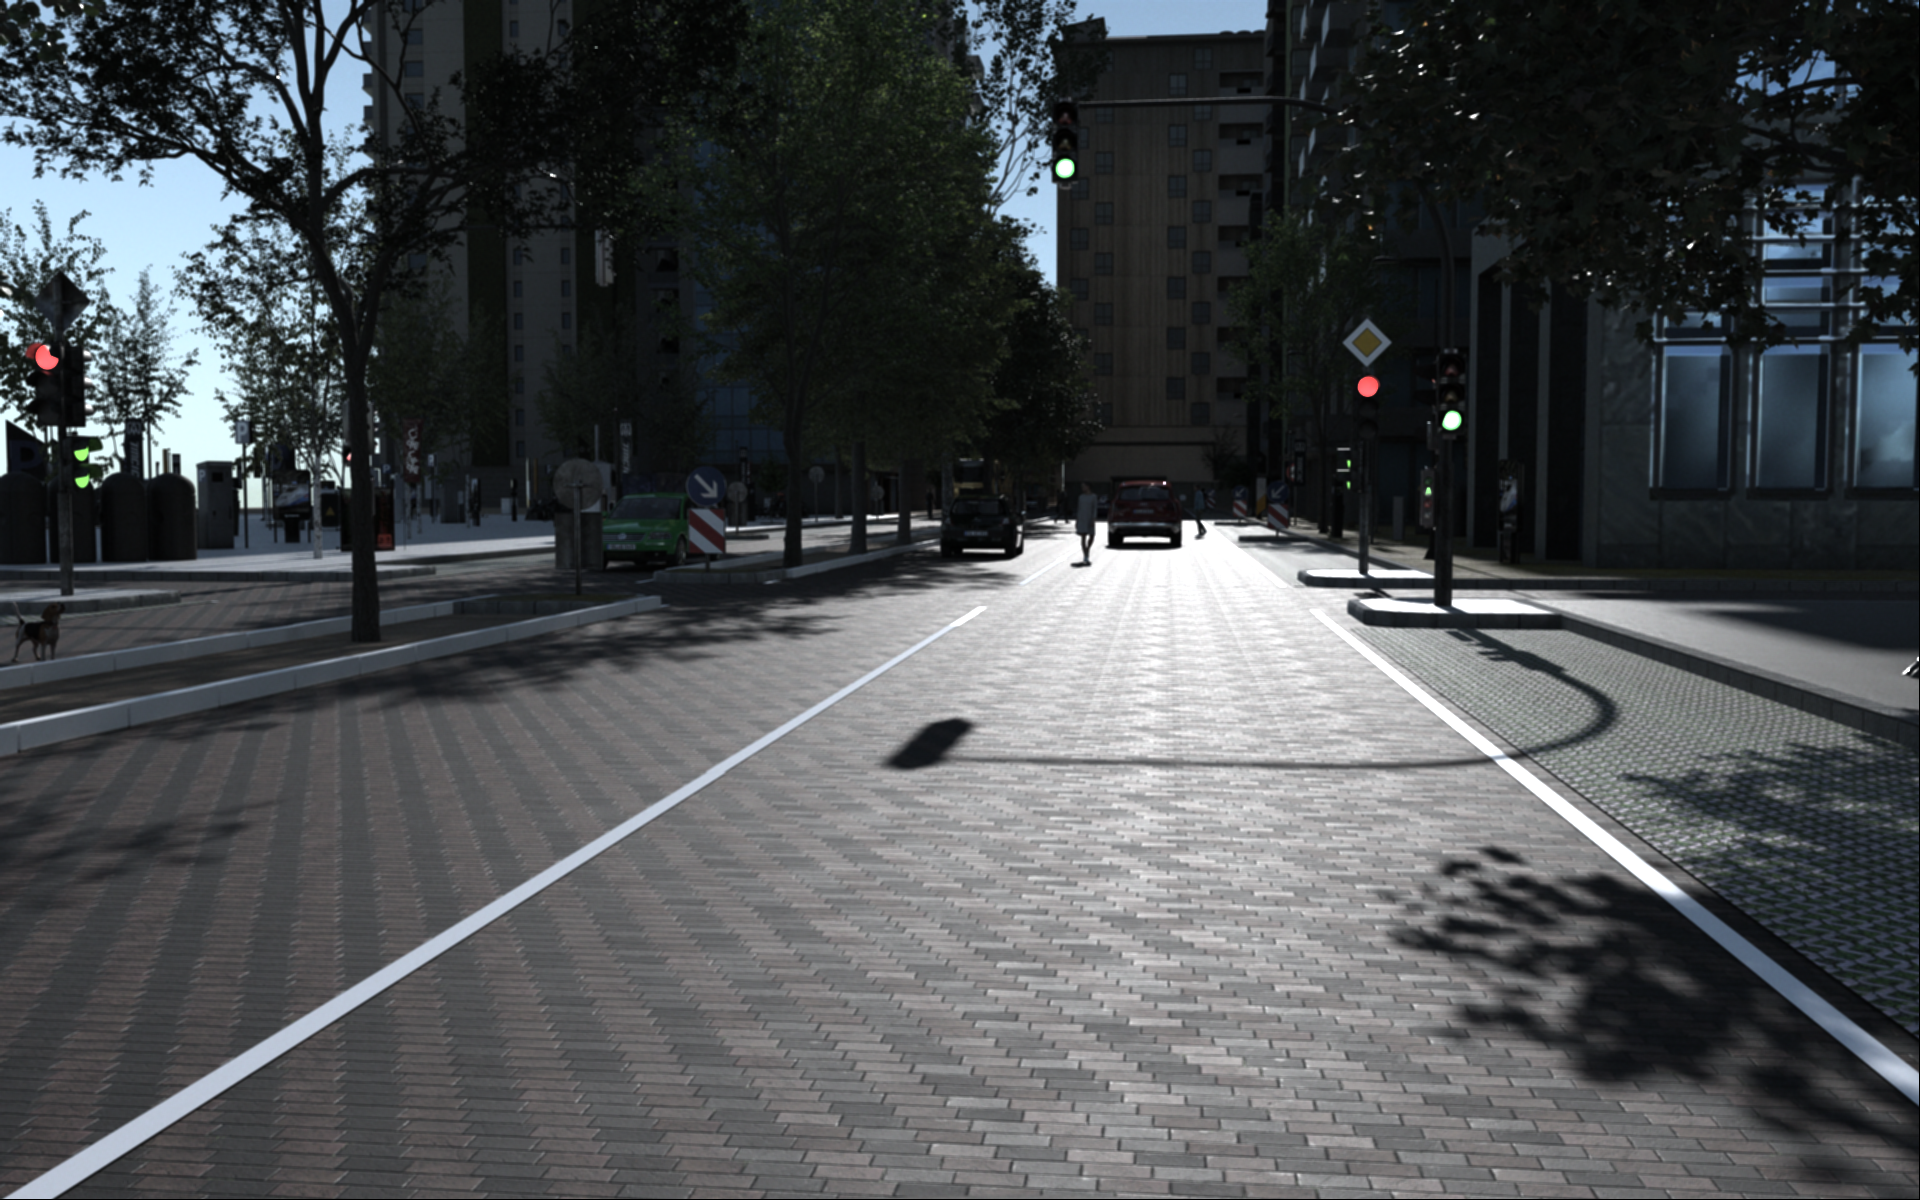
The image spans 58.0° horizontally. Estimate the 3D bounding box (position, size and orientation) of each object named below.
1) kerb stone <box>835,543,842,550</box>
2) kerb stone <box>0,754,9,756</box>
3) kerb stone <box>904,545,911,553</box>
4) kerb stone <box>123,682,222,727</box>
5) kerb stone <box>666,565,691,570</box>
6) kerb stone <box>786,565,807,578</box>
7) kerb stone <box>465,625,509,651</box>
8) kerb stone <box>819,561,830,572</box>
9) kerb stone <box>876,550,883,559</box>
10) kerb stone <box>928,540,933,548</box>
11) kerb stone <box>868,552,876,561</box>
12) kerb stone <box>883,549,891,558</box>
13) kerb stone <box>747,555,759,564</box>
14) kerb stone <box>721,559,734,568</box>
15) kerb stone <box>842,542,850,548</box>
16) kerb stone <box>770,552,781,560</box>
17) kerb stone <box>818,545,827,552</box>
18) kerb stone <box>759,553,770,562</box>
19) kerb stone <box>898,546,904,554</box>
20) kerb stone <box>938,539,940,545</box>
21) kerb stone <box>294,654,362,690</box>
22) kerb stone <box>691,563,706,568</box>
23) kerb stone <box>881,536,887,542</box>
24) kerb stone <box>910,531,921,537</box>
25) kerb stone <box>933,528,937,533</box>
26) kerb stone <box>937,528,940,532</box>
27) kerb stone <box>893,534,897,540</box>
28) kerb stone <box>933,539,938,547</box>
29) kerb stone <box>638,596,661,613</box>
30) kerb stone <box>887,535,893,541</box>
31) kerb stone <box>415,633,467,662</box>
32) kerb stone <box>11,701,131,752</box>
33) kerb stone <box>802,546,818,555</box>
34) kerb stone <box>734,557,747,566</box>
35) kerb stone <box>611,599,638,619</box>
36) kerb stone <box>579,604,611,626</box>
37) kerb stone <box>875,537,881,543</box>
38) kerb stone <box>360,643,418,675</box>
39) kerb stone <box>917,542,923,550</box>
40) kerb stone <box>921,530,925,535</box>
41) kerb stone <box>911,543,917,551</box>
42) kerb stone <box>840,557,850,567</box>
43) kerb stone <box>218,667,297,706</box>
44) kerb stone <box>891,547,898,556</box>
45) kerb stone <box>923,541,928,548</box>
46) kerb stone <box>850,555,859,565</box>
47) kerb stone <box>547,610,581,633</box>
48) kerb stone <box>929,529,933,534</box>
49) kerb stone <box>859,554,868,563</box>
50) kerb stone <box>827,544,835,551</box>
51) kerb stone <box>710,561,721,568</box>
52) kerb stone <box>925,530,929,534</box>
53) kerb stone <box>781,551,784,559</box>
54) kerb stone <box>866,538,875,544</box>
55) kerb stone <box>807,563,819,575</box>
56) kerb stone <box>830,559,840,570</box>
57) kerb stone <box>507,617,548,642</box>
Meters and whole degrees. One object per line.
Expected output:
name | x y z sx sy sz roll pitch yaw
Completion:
kerb stone | -3.239 -1.362 44.507 0.120 0.150 1.000 0 4 7
kerb stone | -5.342 0.800 9.108 0.120 0.150 1.000 0 4 7
kerb stone | -1.393 -1.224 42.230 0.120 0.150 1.000 0 4 7
kerb stone | -5.097 0.676 11.143 0.120 0.150 1.000 0 4 7
kerb stone | -4.941 -0.493 30.249 0.120 0.150 1.000 0 4 7
kerb stone | -2.848 -0.477 30.001 0.120 0.150 1.000 0 4 7
kerb stone | -4.498 0.365 16.232 0.120 0.150 1.000 0 4 7
kerb stone | -2.600 -0.600 32.039 0.120 0.150 1.000 0 4 7
kerb stone | -1.882 -0.971 38.162 0.120 0.150 1.000 0 4 7
kerb stone | -0.909 -1.474 46.294 0.120 0.150 1.000 0 4 7
kerb stone | -1.999 -0.905 37.145 0.120 0.150 1.000 0 4 7
kerb stone | -1.750 -1.039 39.181 0.120 0.150 1.000 0 4 7
kerb stone | -4.325 -0.806 35.366 0.120 0.150 1.000 0 4 7
kerb stone | -4.571 -0.679 33.324 0.120 0.150 1.000 0 4 7
kerb stone | -3.115 -1.427 45.523 0.120 0.150 1.000 0 4 7
kerb stone | -4.085 -0.926 37.399 0.120 0.150 1.000 0 4 7
kerb stone | -3.481 -1.240 42.477 0.120 0.150 1.000 0 4 7
kerb stone | -4.207 -0.864 36.384 0.120 0.150 1.000 0 4 7
kerb stone | -1.515 -1.163 41.215 0.120 0.150 1.000 0 4 7
kerb stone | -0.664 -1.598 48.329 0.120 0.150 1.000 0 4 7
kerb stone | -4.857 0.552 13.176 0.120 0.150 1.000 0 4 7
kerb stone | -4.810 -0.553 31.269 0.120 0.150 1.000 0 4 7
kerb stone | -2.390 -1.796 51.623 0.120 0.150 1.000 0 4 7
kerb stone | -1.543 -2.233 58.731 0.120 0.150 1.000 0 4 7
kerb stone | -1.064 -2.484 62.812 0.120 0.150 1.000 0 4 7
kerb stone | -0.935 -2.544 63.840 0.120 0.150 1.000 0 4 7
kerb stone | -2.149 -1.922 53.653 0.120 0.150 1.000 0 4 7
kerb stone | -0.784 -1.532 47.313 0.120 0.150 1.000 0 4 7
kerb stone | -3.881 0.054 21.310 0.120 0.150 1.000 0 4 7
kerb stone | -2.266 -1.862 52.637 0.120 0.150 1.000 0 4 7
kerb stone | -4.615 0.427 15.216 0.120 0.150 1.000 0 4 7
kerb stone | -5.221 0.738 10.129 0.120 0.150 1.000 0 4 7
kerb stone | -3.608 -1.176 41.462 0.120 0.150 1.000 0 4 7
kerb stone | -4.451 -0.740 34.349 0.120 0.150 1.000 0 4 7
kerb stone | -4.011 0.118 20.296 0.120 0.150 1.000 0 4 7
kerb stone | -4.131 0.179 19.275 0.120 0.150 1.000 0 4 7
kerb stone | -2.510 -1.738 50.607 0.120 0.150 1.000 0 4 7
kerb stone | -4.734 0.494 14.191 0.120 0.150 1.000 0 4 7
kerb stone | -1.151 -1.350 44.264 0.120 0.150 1.000 0 4 7
kerb stone | -1.422 -2.295 59.760 0.120 0.150 1.000 0 4 7
kerb stone | -1.269 -1.288 43.249 0.120 0.150 1.000 0 4 7
kerb stone | -2.366 -0.727 34.086 0.120 0.150 1.000 0 4 7
kerb stone | -4.979 0.614 12.158 0.120 0.150 1.000 0 4 7
kerb stone | -1.638 -1.101 40.197 0.120 0.150 1.000 0 4 7
kerb stone | -1.038 -1.412 45.280 0.120 0.150 1.000 0 4 7
kerb stone | -2.241 -0.789 35.101 0.120 0.150 1.000 0 4 7
kerb stone | -4.254 0.241 18.261 0.120 0.150 1.000 0 4 7
kerb stone | -1.173 -2.422 61.796 0.120 0.150 1.000 0 4 7
kerb stone | -2.123 -0.851 36.116 0.120 0.150 1.000 0 4 7
kerb stone | -3.354 -1.302 43.491 0.120 0.150 1.000 0 4 7
kerb stone | -4.689 -0.618 32.292 0.120 0.150 1.000 0 4 7
kerb stone | -1.300 -2.352 60.782 0.120 0.150 1.000 0 4 7
kerb stone | -3.958 -0.992 38.415 0.120 0.150 1.000 0 4 7
kerb stone | -2.637 -1.676 49.592 0.120 0.150 1.000 0 4 7
kerb stone | -2.734 -0.539 31.018 0.120 0.150 1.000 0 4 7
kerb stone | -2.493 -0.664 33.059 0.120 0.150 1.000 0 4 7
kerb stone | -4.369 0.303 17.245 0.120 0.150 1.000 0 4 7
